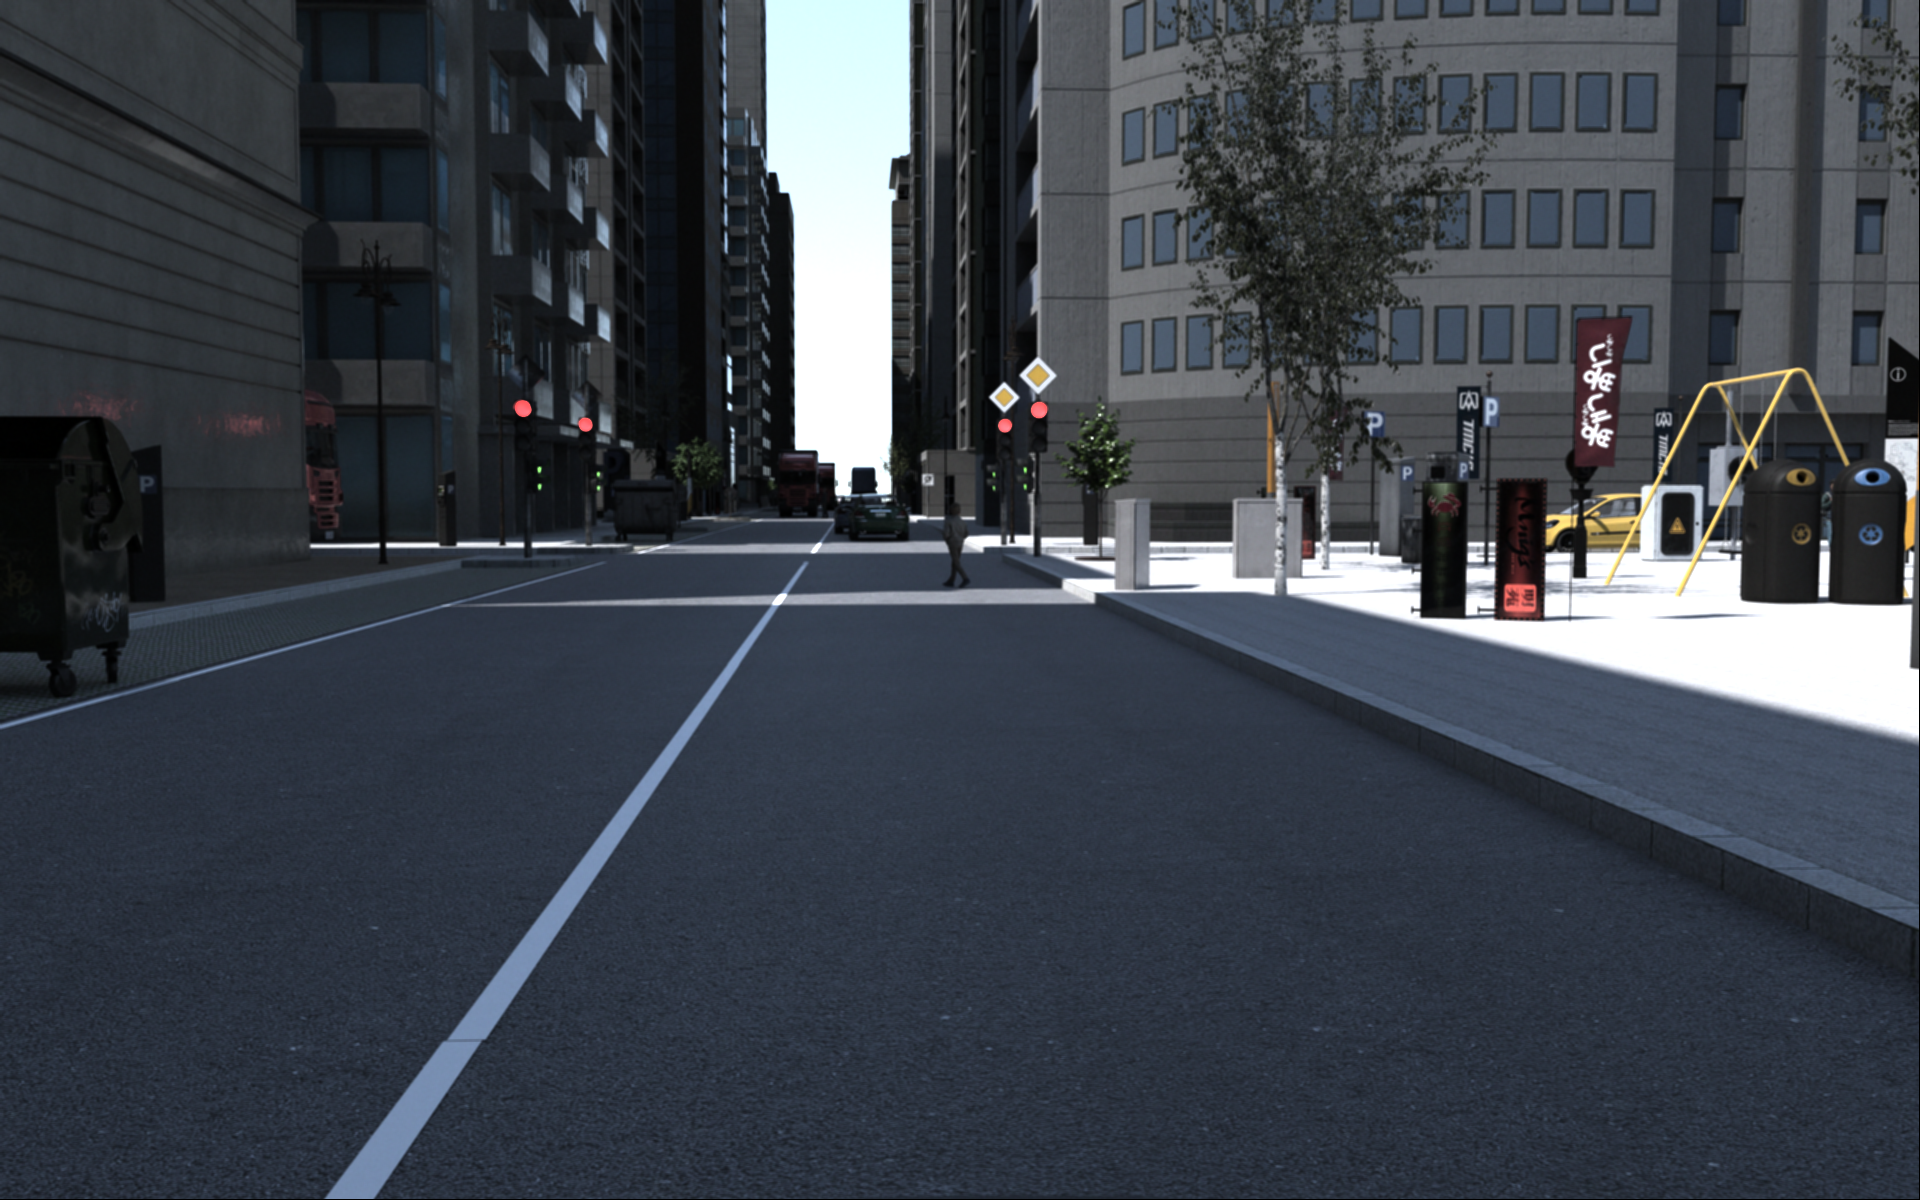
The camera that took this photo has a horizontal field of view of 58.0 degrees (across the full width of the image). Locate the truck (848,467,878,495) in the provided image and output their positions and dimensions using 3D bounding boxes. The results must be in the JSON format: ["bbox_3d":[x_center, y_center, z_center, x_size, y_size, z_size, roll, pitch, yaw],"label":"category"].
[{"bbox_3d":[-9.046,-10.756,165.623,2.967,4.110,18.799,0,4,-5],"label":"truck"}]

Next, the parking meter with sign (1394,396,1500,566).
[{"bbox_3d":[8.888,-2.161,31.586,0.543,3.016,1.738,-3,5,-42],"label":"parking meter with sign"}]

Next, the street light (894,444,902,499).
[{"bbox_3d":[-5.541,-11.354,158.422,0.468,5.910,1.993,0,4,-3],"label":"street light"}]

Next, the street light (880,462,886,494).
[{"bbox_3d":[-10.503,-16.419,241.238,0.468,5.910,1.993,0,4,-3],"label":"street light"}]

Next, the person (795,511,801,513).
[{"bbox_3d":[-12.359,-7.551,132.049,1.350,1.814,0.705,-3,5,-45],"label":"person"}]

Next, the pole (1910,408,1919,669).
[{"bbox_3d":[7.093,-1.147,12.603,0.158,3.312,0.155,0,3,0],"label":"pole"}]

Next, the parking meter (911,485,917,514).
[{"bbox_3d":[-2.933,-6.500,111.990,0.399,1.863,0.255,0,4,7],"label":"parking meter"}]

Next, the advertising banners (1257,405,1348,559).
[{"bbox_3d":[6.740,-2.311,33.965,2.074,3.025,0.090,-1,4,-22],"label":"advertising banners"}]

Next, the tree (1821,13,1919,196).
[{"bbox_3d":[10.378,-3.982,15.469,4.360,8.622,3.978,0,3,0],"label":"tree"}]

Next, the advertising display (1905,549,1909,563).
[{"bbox_3d":[17.876,-1.624,31.773,0.974,1.923,0.123,3,4,38],"label":"advertising display"}]

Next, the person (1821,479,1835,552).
[{"bbox_3d":[20.408,-1.933,40.447,0.623,1.781,0.721,-1,4,-21],"label":"person"}]

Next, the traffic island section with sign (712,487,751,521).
[{"bbox_3d":[-12.227,-5.137,92.612,1.989,1.847,2.006,0,4,-3],"label":"traffic island section with sign"}]

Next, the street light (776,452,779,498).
[{"bbox_3d":[-20.248,-13.428,192.330,0.468,5.910,1.993,0,4,-3],"label":"street light"}]

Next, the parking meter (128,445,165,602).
[{"bbox_3d":[-9.717,-0.911,20.612,0.399,1.863,0.255,-3,5,-40],"label":"parking meter"}]

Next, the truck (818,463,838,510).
[{"bbox_3d":[-12.524,-10.234,156.244,2.839,4.237,11.283,0,4,-5],"label":"truck"}]

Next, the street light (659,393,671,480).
[{"bbox_3d":[-13.402,-6.491,78.917,0.468,5.910,1.993,0,4,-3],"label":"street light"}]

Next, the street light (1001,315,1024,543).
[{"bbox_3d":[1.362,-4.417,45.002,0.468,5.910,1.993,0,4,-3],"label":"street light"}]

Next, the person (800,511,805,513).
[{"bbox_3d":[-12.290,-7.705,134.469,1.348,1.826,0.705,-2,4,-31],"label":"person"}]

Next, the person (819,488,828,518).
[{"bbox_3d":[-8.112,-5.756,102.793,0.590,1.801,0.661,0,4,-8],"label":"person"}]

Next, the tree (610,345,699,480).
[{"bbox_3d":[-14.874,-8.211,84.607,4.360,8.622,3.978,0,3,0],"label":"tree"}]

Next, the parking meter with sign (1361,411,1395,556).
[{"bbox_3d":[9.011,-2.415,35.743,0.543,3.016,1.738,-1,4,-22],"label":"parking meter with sign"}]

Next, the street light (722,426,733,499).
[{"bbox_3d":[-15.503,-8.688,114.838,0.468,5.910,1.993,0,4,-3],"label":"street light"}]

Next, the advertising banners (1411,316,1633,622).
[{"bbox_3d":[5.644,-1.302,17.484,2.074,3.025,0.090,2,4,24],"label":"advertising banners"}]

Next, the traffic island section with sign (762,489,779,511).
[{"bbox_3d":[-15.255,-8.202,142.722,1.989,1.847,2.006,0,4,-3],"label":"traffic island section with sign"}]

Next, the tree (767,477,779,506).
[{"bbox_3d":[-21.925,-12.613,200.830,1.663,3.219,1.824,0,3,0],"label":"tree"}]

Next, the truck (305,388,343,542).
[{"bbox_3d":[-18.748,-2.981,37.648,11.283,4.237,2.839,0,4,-2],"label":"truck"}]

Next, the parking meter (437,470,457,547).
[{"bbox_3d":[-12.548,-2.242,42.360,0.255,1.863,0.399,2,4,30],"label":"parking meter"}]

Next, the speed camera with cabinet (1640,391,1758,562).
[{"bbox_3d":[14.141,-2.373,33.133,2.038,3.252,0.660,0,4,-6],"label":"speed camera with cabinet"}]

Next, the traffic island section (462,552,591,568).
[{"bbox_3d":[-8.716,-0.770,34.873,2.009,0.180,2.903,0,4,-3],"label":"traffic island section"}]

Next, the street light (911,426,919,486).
[{"bbox_3d":[-3.295,-9.157,122.510,0.468,5.910,1.993,0,4,-3],"label":"street light"}]

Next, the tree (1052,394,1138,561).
[{"bbox_3d":[2.606,-2.385,33.596,1.663,3.219,1.824,0,3,0],"label":"tree"}]

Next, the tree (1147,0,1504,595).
[{"bbox_3d":[4.189,-4.353,21.529,4.360,8.622,3.978,0,3,0],"label":"tree"}]

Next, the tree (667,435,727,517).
[{"bbox_3d":[-14.633,-6.898,96.491,4.285,4.588,4.351,0,3,0],"label":"tree"}]

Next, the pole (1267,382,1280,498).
[{"bbox_3d":[5.698,-2.306,31.546,0.158,3.312,0.155,0,3,0],"label":"pole"}]

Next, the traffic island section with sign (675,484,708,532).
[{"bbox_3d":[-10.575,-3.473,65.418,1.989,1.847,2.006,0,4,-3],"label":"traffic island section with sign"}]

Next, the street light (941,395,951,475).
[{"bbox_3d":[-0.670,-6.614,80.927,0.468,5.910,1.993,0,4,-3],"label":"street light"}]

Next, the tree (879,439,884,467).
[{"bbox_3d":[-7.838,-15.900,210.328,4.737,8.622,4.395,0,3,0],"label":"tree"}]

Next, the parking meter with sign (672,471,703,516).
[{"bbox_3d":[-15.716,-6.333,99.799,1.738,3.016,0.543,0,4,-8],"label":"parking meter with sign"}]

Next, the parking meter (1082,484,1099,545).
[{"bbox_3d":[3.265,-2.305,43.394,0.399,1.863,0.255,1,4,11],"label":"parking meter"}]

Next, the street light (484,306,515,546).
[{"bbox_3d":[-11.355,-4.284,42.823,0.468,5.910,1.993,0,4,-3],"label":"street light"}]

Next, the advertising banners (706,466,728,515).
[{"bbox_3d":[-15.214,-6.864,108.407,0.090,3.025,2.074,2,4,33],"label":"advertising banners"}]

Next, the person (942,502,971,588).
[{"bbox_3d":[-0.077,-0.846,26.605,0.640,1.303,0.475,3,5,41],"label":"person"}]

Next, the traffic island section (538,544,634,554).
[{"bbox_3d":[-9.198,-1.258,42.844,2.009,0.180,2.903,0,4,-3],"label":"traffic island section"}]

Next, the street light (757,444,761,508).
[{"bbox_3d":[-18.107,-11.231,156.412,0.468,5.910,1.993,0,4,-3],"label":"street light"}]

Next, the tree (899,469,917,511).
[{"bbox_3d":[-3.690,-8.481,133.266,1.663,3.219,1.824,0,3,0],"label":"tree"}]

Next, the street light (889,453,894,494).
[{"bbox_3d":[-8.239,-14.223,205.327,0.468,5.910,1.993,0,4,-3],"label":"street light"}]

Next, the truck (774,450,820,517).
[{"bbox_3d":[-10.416,-7.532,112.055,2.839,4.237,11.283,0,4,-4],"label":"truck"}]

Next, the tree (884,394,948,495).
[{"bbox_3d":[-2.903,-10.777,126.562,4.737,8.622,4.395,0,3,0],"label":"tree"}]

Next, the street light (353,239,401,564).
[{"bbox_3d":[-10.605,-3.601,31.667,0.468,5.910,1.993,0,4,-3],"label":"street light"}]
